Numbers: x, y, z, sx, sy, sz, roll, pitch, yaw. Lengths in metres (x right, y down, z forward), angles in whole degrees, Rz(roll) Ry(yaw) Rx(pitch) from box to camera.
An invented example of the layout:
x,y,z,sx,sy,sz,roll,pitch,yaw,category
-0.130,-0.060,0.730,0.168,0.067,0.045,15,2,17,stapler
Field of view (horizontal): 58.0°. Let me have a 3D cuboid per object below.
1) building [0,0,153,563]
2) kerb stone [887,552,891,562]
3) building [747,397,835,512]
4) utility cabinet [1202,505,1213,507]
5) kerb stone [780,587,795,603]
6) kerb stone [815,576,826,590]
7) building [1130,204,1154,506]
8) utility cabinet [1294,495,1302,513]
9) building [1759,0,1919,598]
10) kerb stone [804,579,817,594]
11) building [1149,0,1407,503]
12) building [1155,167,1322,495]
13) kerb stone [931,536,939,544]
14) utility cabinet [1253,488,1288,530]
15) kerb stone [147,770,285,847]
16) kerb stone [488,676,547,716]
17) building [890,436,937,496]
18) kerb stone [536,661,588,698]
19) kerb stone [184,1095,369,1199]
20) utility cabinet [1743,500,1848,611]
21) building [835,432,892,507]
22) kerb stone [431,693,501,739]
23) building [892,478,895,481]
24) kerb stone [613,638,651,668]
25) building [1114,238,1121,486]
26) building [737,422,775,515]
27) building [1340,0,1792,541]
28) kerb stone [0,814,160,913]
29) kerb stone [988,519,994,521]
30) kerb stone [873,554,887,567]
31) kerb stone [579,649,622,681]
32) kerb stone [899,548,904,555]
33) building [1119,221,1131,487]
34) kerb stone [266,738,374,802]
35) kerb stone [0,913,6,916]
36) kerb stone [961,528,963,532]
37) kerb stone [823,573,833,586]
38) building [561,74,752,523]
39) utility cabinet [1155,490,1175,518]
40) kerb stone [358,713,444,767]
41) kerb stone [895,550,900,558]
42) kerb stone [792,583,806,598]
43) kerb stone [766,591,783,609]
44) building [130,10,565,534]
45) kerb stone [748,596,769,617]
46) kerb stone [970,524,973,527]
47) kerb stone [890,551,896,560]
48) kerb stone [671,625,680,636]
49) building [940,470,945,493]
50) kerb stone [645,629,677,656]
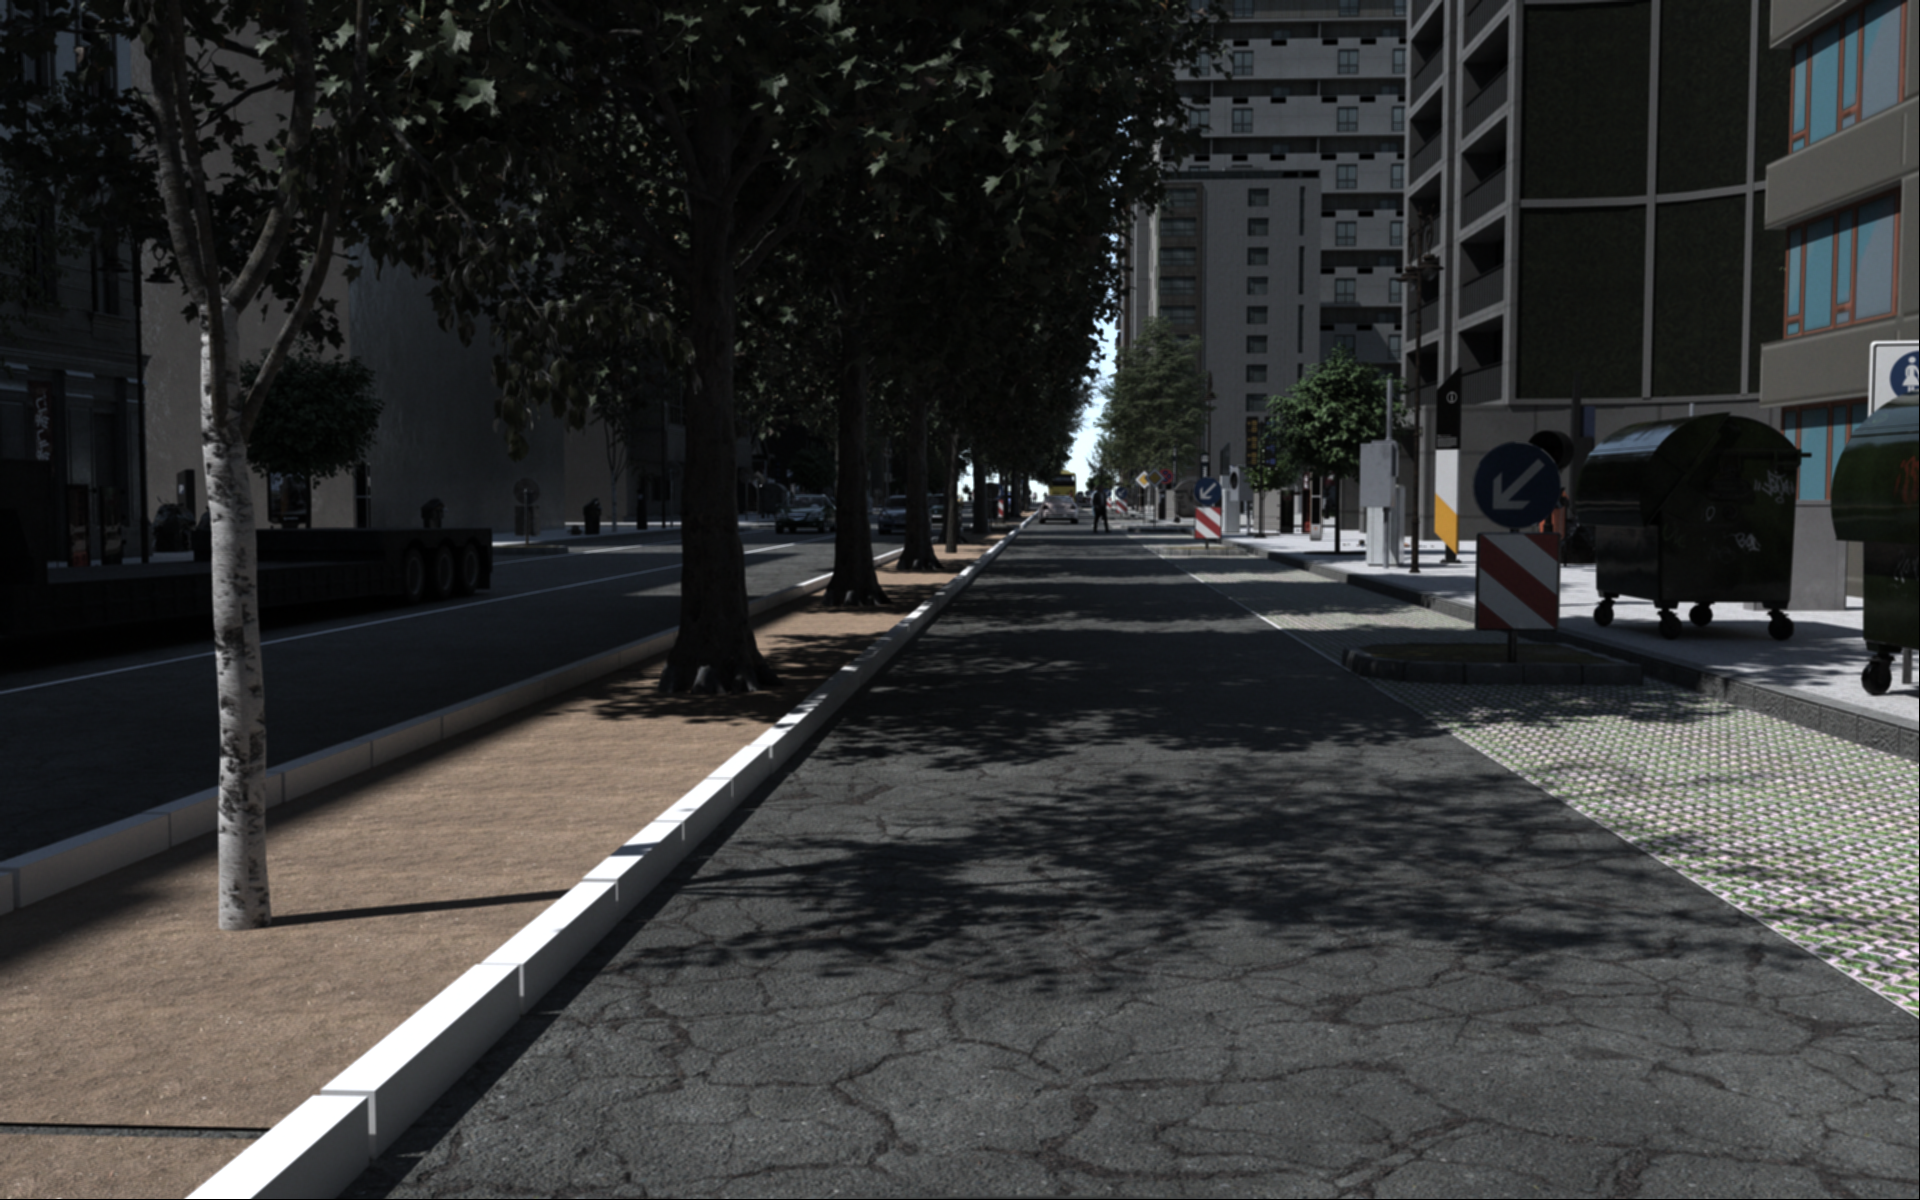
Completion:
x,y,z,sx,sy,sz,roll,pitch,yaw,category
-21.858,-10.849,26.529,9.793,20.994,18.267,0,4,3,building
-1.592,-0.852,36.127,0.120,0.150,1.000,0,4,3,kerb stone
-16.609,-18.435,131.088,12.332,23.373,15.834,0,4,3,building
11.713,-4.402,83.133,1.020,1.237,0.306,-3,5,-41,utility cabinet
-2.343,-0.039,22.828,0.120,0.150,1.000,0,4,3,kerb stone
-2.171,-0.226,25.892,0.120,0.150,1.000,0,4,3,kerb stone
30.758,-40.547,204.941,21.231,58.520,28.212,0,4,3,building
22.963,-6.537,118.034,0.306,1.237,1.020,-1,4,-17,utility cabinet
24.324,-10.021,8.878,27.650,21.520,28.899,0,4,3,building
-2.223,-0.164,24.870,0.120,0.150,1.000,0,4,3,kerb stone
33.466,-35.940,176.861,28.713,52.752,27.495,0,4,3,building
24.756,-23.580,157.236,14.160,30.474,14.107,0,4,3,building
-0.727,-1.792,51.499,0.120,0.150,1.000,0,4,3,kerb stone
10.937,-3.201,61.011,1.173,1.500,0.318,1,4,11,utility cabinet
-3.211,0.900,7.479,0.120,0.150,1.000,0,4,3,kerb stone
-2.979,0.654,11.563,0.120,0.150,1.000,0,4,3,kerb stone
-10.518,-37.556,264.146,14.600,45.320,14.200,0,4,3,building
-2.917,0.588,12.583,0.120,0.150,1.000,0,4,3,kerb stone
-1.348,1.162,3.197,0.120,0.150,1.000,0,4,3,kerb stone
9.226,-0.487,19.127,1.020,1.237,0.306,0,4,-1,utility cabinet
-21.653,-19.565,164.919,27.650,21.520,28.899,0,4,3,building
-3.028,0.714,10.542,0.120,0.150,1.000,0,4,3,kerb stone
-21.732,-36.907,192.675,28.713,52.752,27.495,0,4,3,building
-2.804,0.463,14.625,0.120,0.150,1.000,0,4,3,kerb stone
37.213,-38.964,291.688,22.147,44.769,28.867,0,4,3,building
-20.440,-14.806,109.534,16.820,18.784,16.811,0,4,3,building
23.171,-37.377,49.372,20.563,71.187,20.611,0,4,3,building
-3.260,0.963,6.451,0.120,0.150,1.000,0,4,3,kerb stone
1.793,-4.514,95.999,0.120,0.150,1.000,0,4,3,kerb stone
-1.641,-0.790,35.106,0.120,0.150,1.000,0,4,3,kerb stone
-2.862,0.525,13.604,0.120,0.150,1.000,0,4,3,kerb stone
-1.422,-1.040,39.203,0.120,0.150,1.000,0,4,3,kerb stone
29.551,-36.181,241.671,14.600,45.320,14.200,0,4,3,building
-3.148,0.838,8.499,0.120,0.150,1.000,0,4,3,kerb stone
-3.322,1.035,5.420,0.120,0.150,1.000,0,4,3,kerb stone
0.033,-2.604,64.808,0.120,0.150,1.000,0,4,3,kerb stone
-2.120,-0.287,26.913,0.120,0.150,1.000,0,4,3,kerb stone
-19.715,-18.061,88.810,14.314,27.812,24.014,0,4,3,building
10.827,-5.044,91.141,1.173,1.500,0.318,1,4,11,utility cabinet
-3.090,0.776,9.521,0.120,0.150,1.000,0,4,3,kerb stone
-1.480,-0.978,38.178,0.120,0.150,1.000,0,4,3,kerb stone
-2.287,-0.101,23.850,0.120,0.150,1.000,0,4,3,kerb stone
-2.400,0.024,21.804,0.120,0.150,1.000,0,4,3,kerb stone
-32.064,-15.285,54.418,34.151,26.468,19.350,0,4,3,building
-2.460,0.086,20.783,0.120,0.150,1.000,0,4,3,kerb stone
0.640,-3.262,75.544,0.120,0.150,1.000,0,4,3,kerb stone
-1.532,-0.915,37.152,0.120,0.150,1.000,0,4,3,kerb stone
-2.692,0.338,16.676,0.120,0.150,1.000,0,4,3,kerb stone
-15.460,-27.045,287.230,27.650,21.520,28.899,0,4,3,building
-2.750,0.400,15.648,0.120,0.150,1.000,0,4,3,kerb stone
